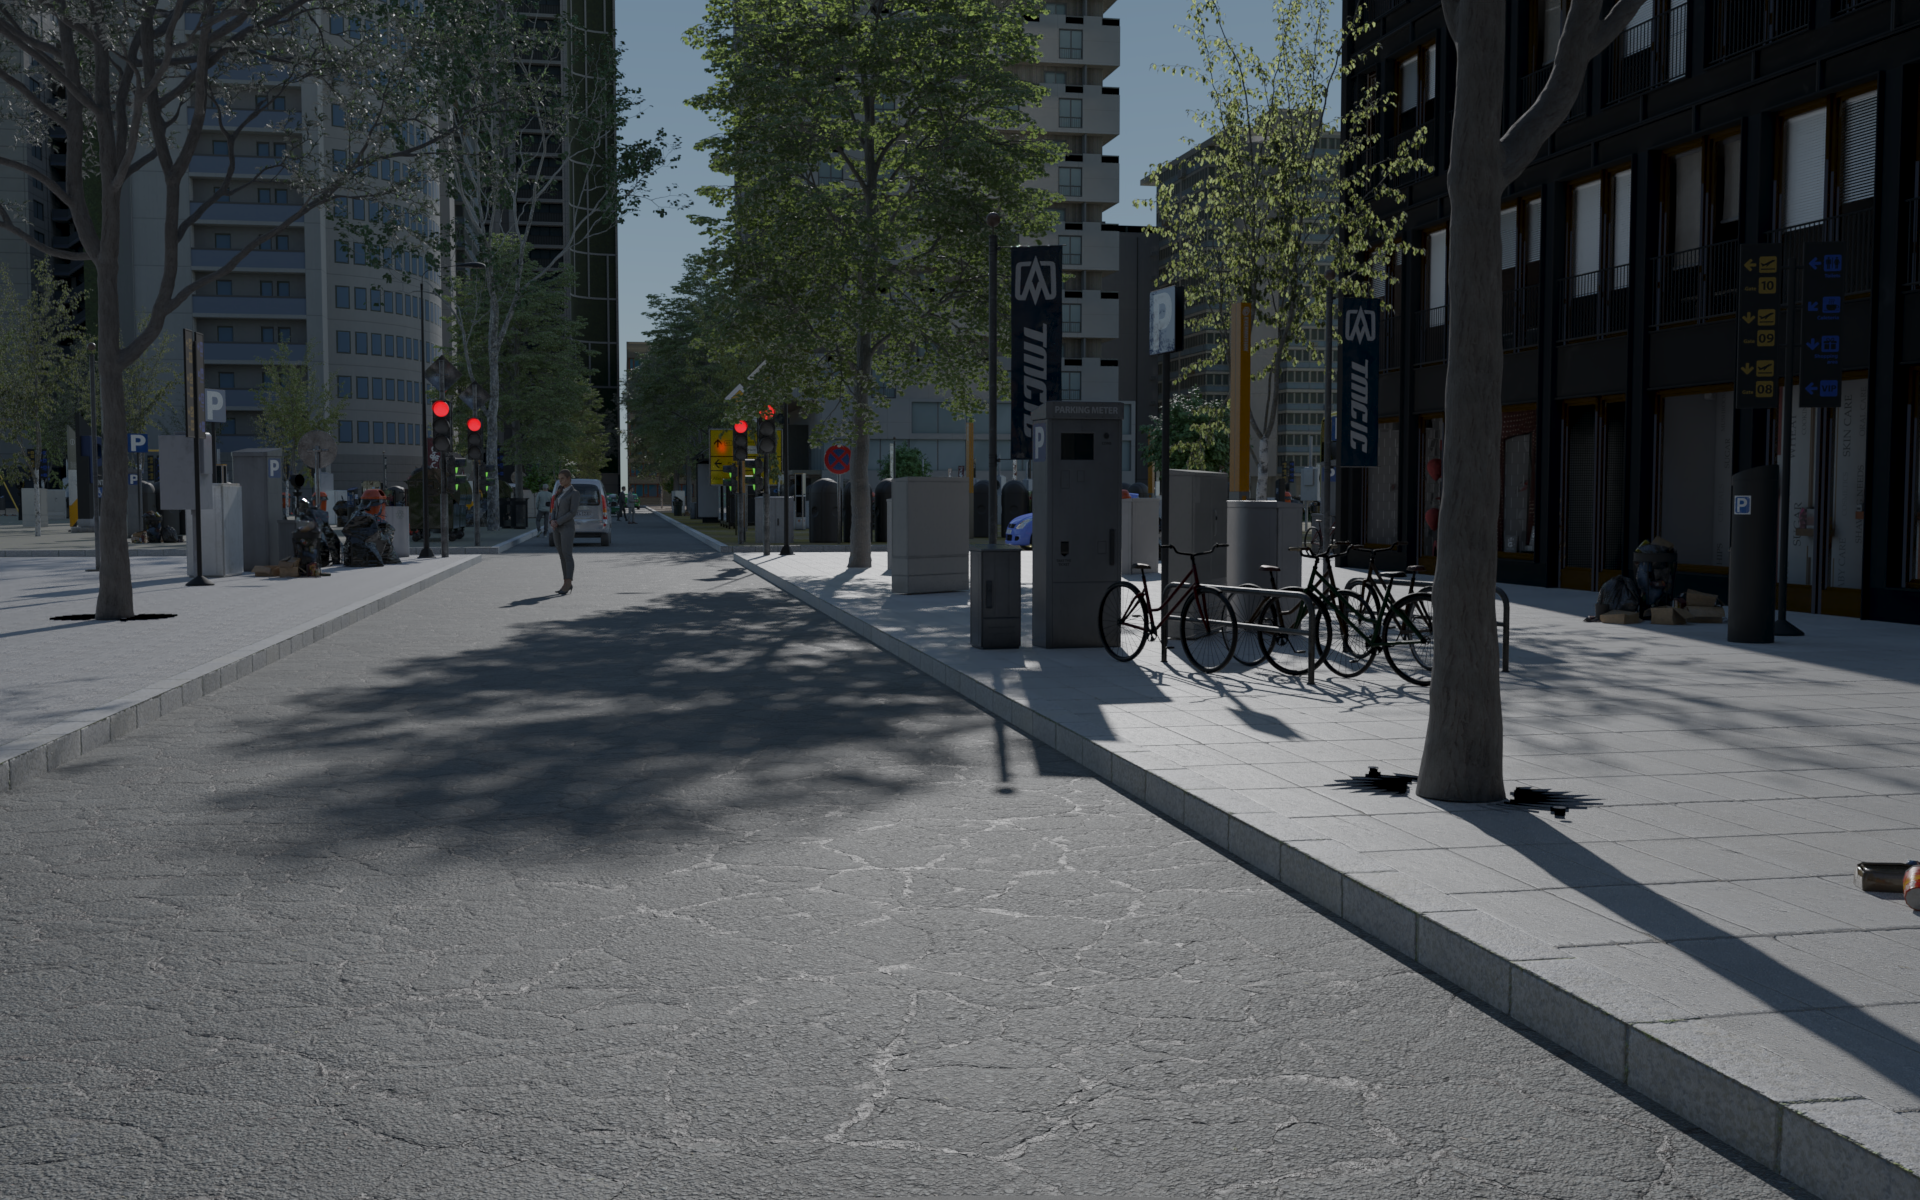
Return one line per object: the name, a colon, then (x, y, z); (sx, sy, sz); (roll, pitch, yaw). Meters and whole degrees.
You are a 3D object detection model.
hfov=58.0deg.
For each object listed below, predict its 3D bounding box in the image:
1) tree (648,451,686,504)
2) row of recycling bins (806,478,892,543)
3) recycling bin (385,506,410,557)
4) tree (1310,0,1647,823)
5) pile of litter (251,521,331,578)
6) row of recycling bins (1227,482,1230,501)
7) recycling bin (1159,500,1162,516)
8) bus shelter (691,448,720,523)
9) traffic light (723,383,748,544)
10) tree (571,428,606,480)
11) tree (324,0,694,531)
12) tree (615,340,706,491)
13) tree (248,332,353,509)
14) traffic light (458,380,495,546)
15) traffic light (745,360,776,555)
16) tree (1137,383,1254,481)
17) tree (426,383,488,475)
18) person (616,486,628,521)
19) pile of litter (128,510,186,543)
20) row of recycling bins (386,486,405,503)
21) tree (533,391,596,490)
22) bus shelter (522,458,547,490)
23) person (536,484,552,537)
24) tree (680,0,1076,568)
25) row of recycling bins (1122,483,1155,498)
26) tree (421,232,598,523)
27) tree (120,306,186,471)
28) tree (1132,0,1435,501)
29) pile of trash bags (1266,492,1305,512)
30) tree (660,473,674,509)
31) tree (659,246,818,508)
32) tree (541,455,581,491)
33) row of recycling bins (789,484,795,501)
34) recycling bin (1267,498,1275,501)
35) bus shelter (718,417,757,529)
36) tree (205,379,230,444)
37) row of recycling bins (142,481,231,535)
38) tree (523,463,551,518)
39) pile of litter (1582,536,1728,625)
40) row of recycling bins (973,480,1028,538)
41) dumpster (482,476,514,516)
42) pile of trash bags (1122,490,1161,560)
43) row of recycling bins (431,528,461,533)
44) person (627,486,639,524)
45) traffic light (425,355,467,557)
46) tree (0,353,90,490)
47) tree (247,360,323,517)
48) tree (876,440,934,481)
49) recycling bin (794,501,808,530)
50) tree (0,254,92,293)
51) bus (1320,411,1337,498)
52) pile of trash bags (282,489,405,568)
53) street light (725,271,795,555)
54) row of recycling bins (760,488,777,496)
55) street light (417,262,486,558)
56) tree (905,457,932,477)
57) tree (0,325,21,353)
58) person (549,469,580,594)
tree: (-29.728, -13.680, 174.025); (4.360, 8.622, 3.978); (0, 3, 0)
row of recycling bins: (-2.287, -2.391, 46.207); (3.534, 1.692, 1.069); (-2, 4, -24)
recycling bin: (-11.705, -1.392, 35.309); (0.722, 1.027, 0.722); (-3, 5, -40)
tree: (2.252, -5.913, 7.043); (12.009, 13.543, 11.850); (0, 3, 0)
pile of litter: (-10.441, -0.799, 27.027); (1.176, 0.858, 1.719); (-1, 4, -18)
row of recycling bins: (8.980, -3.400, 62.698); (1.069, 1.692, 3.534); (-2, 4, -25)
recycling bin: (8.097, -3.697, 73.000); (0.722, 1.027, 0.722); (0, 4, -6)
bus shelter: (-10.465, -4.937, 74.649); (2.014, 3.302, 5.546); (-1, 4, -11)
traffic light: (-5.606, -3.372, 44.058); (0.839, 4.253, 0.868); (-1, 4, -11)
tree: (-39.350, -14.085, 180.651); (4.360, 8.622, 3.978); (0, 3, 0)
tree: (-15.875, -12.566, 61.346); (12.611, 20.169, 13.585); (0, 3, 0)
tree: (-22.263, -14.046, 136.306); (9.857, 13.997, 8.962); (0, 3, 0)
tree: (-30.411, -7.920, 79.860); (4.737, 8.622, 4.395); (0, 3, 0)
traffic light: (-11.945, -3.296, 42.808); (0.839, 4.253, 0.868); (-1, 4, -11)
traffic light: (-4.074, -2.893, 36.221); (0.839, 4.253, 0.868); (-1, 4, -11)
tree: (6.977, -4.125, 51.161); (4.285, 4.588, 4.351); (0, 3, 0)
tree: (-29.431, -9.293, 102.304); (4.360, 8.622, 3.978); (0, 3, 0)
person: (-17.706, -5.068, 91.132); (0.755, 1.850, 0.659); (-1, 4, -13)
pile of litter: (-21.281, -1.935, 45.605); (1.719, 0.858, 1.176); (-1, 4, -11)
row of recycling bins: (-29.240, -5.054, 89.740); (1.069, 1.692, 3.534); (-1, 4, -19)
tree: (-26.900, -10.157, 116.431); (4.737, 8.622, 4.395); (0, 3, 0)
bus shelter: (-26.102, -7.066, 106.812); (1.731, 3.624, 6.357); (-1, 4, -11)
person: (-13.701, -2.969, 57.525); (0.782, 1.767, 0.515); (-1, 4, -20)
tree: (-1.452, -6.862, 30.314); (7.486, 12.596, 7.792); (0, 3, 0)
row of recycling bins: (5.852, -3.440, 63.351); (1.069, 1.692, 3.534); (-1, 4, -22)
tree: (-19.567, -9.653, 75.960); (7.486, 12.596, 7.792); (0, 3, 0)
tree: (-32.030, -7.126, 66.870); (4.360, 8.622, 3.978); (0, 3, 0)
tree: (4.157, -4.460, 23.290); (4.360, 8.622, 3.978); (0, 3, 0)
pile of trash bags: (16.647, -4.623, 85.344); (3.447, 1.369, 1.912); (0, 3, 0)
tree: (-24.535, -9.365, 147.715); (1.663, 3.219, 1.824); (0, 3, 0)
tree: (-5.748, -6.075, 49.688); (4.737, 8.622, 4.395); (0, 3, 0)
tree: (-30.798, -9.117, 132.771); (4.285, 4.588, 4.351); (0, 3, 0)
row of recycling bins: (-5.528, -3.889, 70.692); (3.534, 1.692, 1.069); (2, 4, 28)
recycling bin: (22.359, -6.832, 124.252); (0.722, 1.027, 0.722); (0, 4, 4)
bus shelter: (-8.455, -5.480, 67.228); (2.179, 5.291, 8.768); (-1, 4, -11)
tree: (-48.662, -9.777, 110.223); (4.360, 8.622, 3.978); (0, 3, 0)
row of recycling bins: (-24.643, -2.889, 54.352); (1.069, 1.692, 3.534); (1, 4, 19)
tree: (-22.480, -5.960, 92.055); (1.663, 3.219, 1.824); (0, 3, 0)
pile of litter: (7.140, -0.211, 17.411); (1.719, 0.858, 1.176); (1, 4, 11)
row of recycling bins: (1.194, -2.692, 51.123); (3.534, 1.692, 1.069); (0, 4, 4)
dumpster: (-22.629, -5.019, 84.550); (1.502, 2.255, 1.985); (-1, 4, -11)
pile of trash bags: (3.240, -1.536, 34.872); (1.912, 1.369, 3.447); (0, 4, 4)
row of recycling bins: (-17.245, -3.119, 58.111); (1.069, 1.692, 3.534); (-1, 4, -18)
person: (-15.742, -4.565, 83.331); (0.583, 1.804, 0.606); (0, 4, -4)
traffic light: (-10.413, -2.816, 34.971); (0.839, 4.253, 0.868); (-1, 4, -11)
tree: (-49.790, -8.808, 94.374); (4.737, 8.622, 4.395); (0, 3, 0)
tree: (-37.181, -8.874, 95.450); (4.360, 8.622, 3.978); (0, 3, 0)
tree: (-3.246, -7.325, 103.485); (4.285, 4.588, 4.351); (0, 3, 0)
recycling bin: (-6.085, -3.058, 62.557); (0.722, 1.027, 0.722); (1, 4, 21)
tree: (-28.181, -6.227, 52.172); (4.360, 8.622, 3.978); (0, 3, 0)
bus: (15.481, -3.232, 44.385); (12.252, 3.916, 2.896); (-1, 4, -9)
pile of trash bags: (-11.169, -1.345, 31.741); (1.912, 1.369, 3.447); (0, 4, -3)
street light: (-4.180, -3.893, 36.188); (1.470, 5.913, 1.316); (-1, 4, -11)
row of recycling bins: (-10.888, -6.133, 107.383); (3.534, 1.692, 1.069); (1, 4, 19)
street light: (-10.194, -3.805, 34.752); (1.470, 5.913, 1.316); (-1, 4, -11)
tree: (-2.214, -5.939, 91.697); (1.663, 3.219, 1.824); (0, 3, 0)
tree: (-26.850, -5.800, 45.189); (4.737, 8.622, 4.395); (0, 3, 0)
person: (-5.766, -0.993, 25.016); (0.520, 1.790, 0.573); (2, 4, 26)
